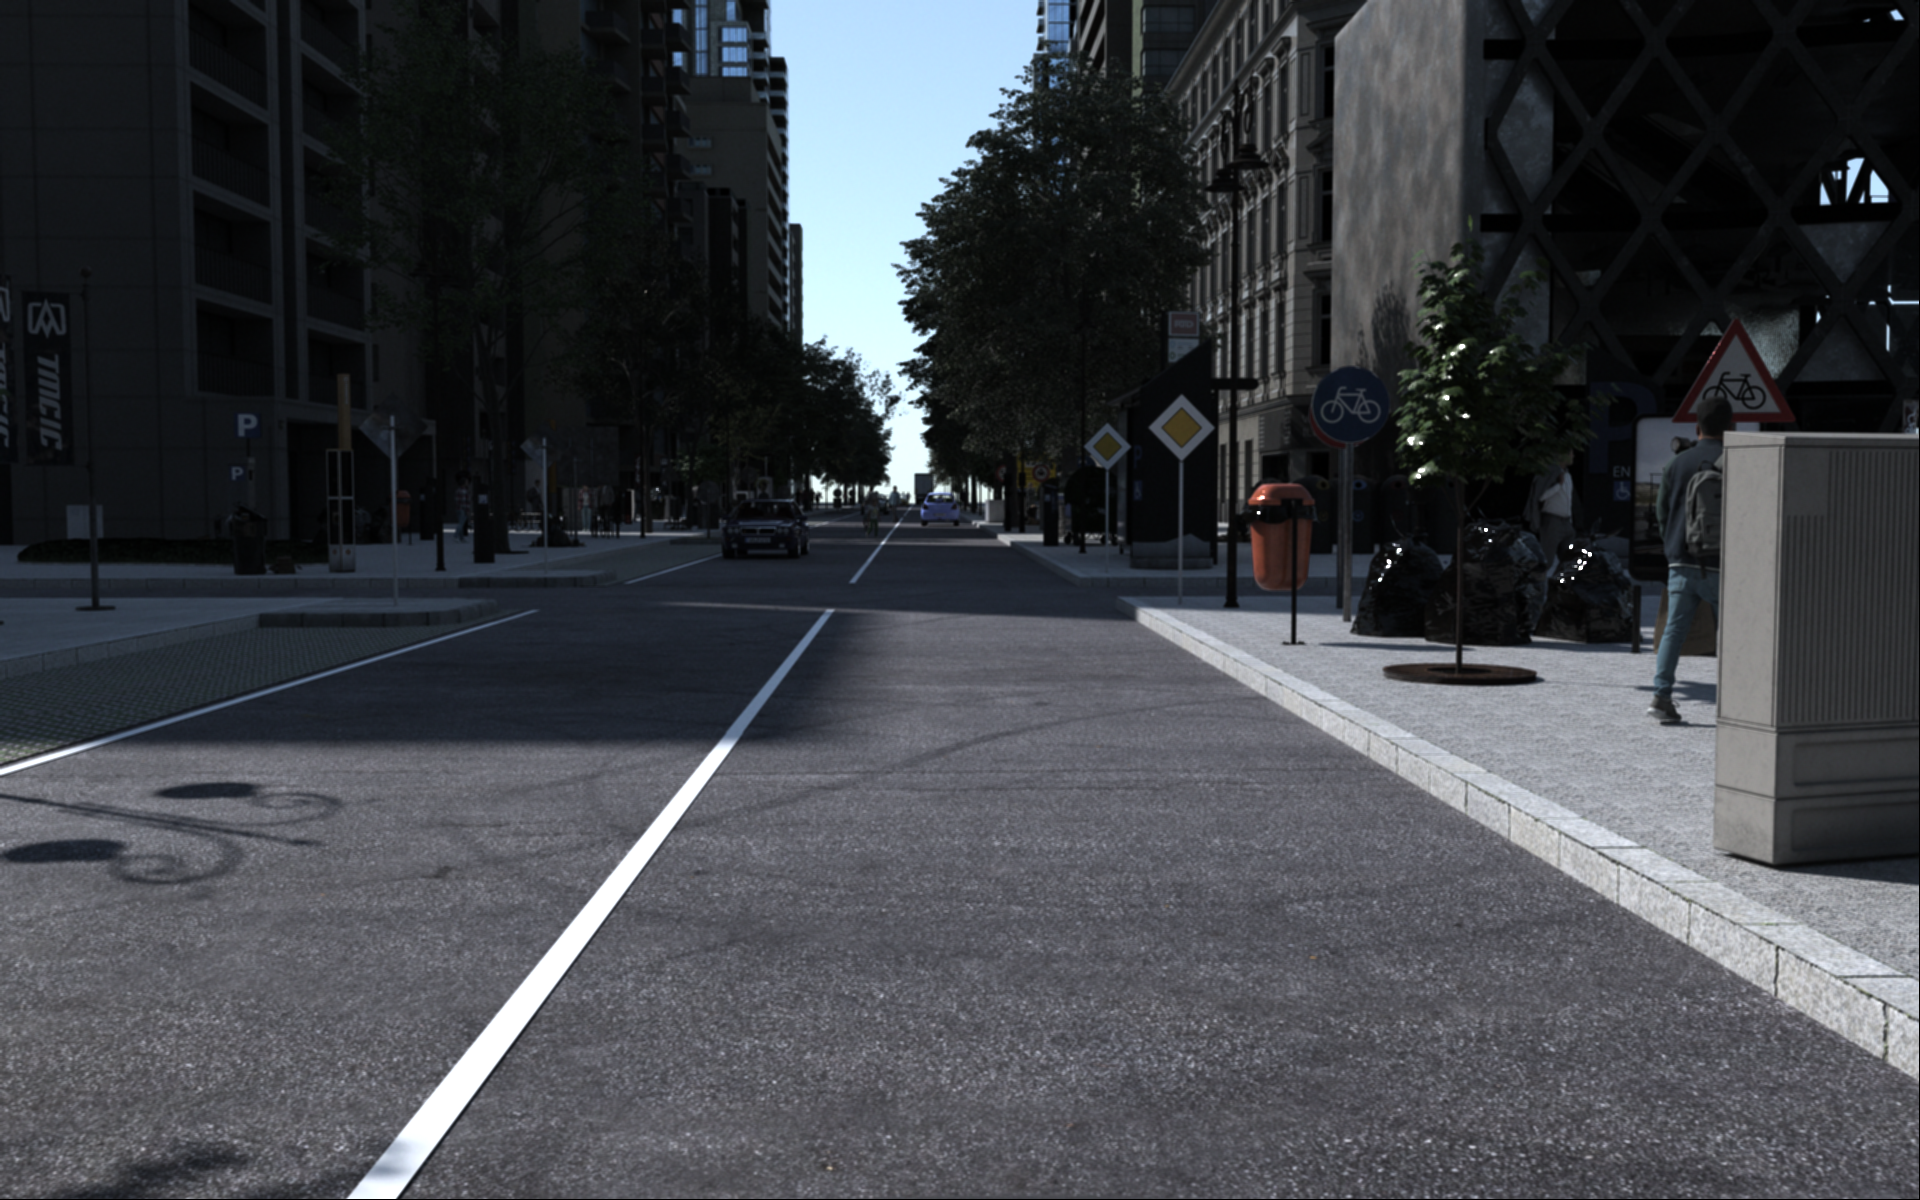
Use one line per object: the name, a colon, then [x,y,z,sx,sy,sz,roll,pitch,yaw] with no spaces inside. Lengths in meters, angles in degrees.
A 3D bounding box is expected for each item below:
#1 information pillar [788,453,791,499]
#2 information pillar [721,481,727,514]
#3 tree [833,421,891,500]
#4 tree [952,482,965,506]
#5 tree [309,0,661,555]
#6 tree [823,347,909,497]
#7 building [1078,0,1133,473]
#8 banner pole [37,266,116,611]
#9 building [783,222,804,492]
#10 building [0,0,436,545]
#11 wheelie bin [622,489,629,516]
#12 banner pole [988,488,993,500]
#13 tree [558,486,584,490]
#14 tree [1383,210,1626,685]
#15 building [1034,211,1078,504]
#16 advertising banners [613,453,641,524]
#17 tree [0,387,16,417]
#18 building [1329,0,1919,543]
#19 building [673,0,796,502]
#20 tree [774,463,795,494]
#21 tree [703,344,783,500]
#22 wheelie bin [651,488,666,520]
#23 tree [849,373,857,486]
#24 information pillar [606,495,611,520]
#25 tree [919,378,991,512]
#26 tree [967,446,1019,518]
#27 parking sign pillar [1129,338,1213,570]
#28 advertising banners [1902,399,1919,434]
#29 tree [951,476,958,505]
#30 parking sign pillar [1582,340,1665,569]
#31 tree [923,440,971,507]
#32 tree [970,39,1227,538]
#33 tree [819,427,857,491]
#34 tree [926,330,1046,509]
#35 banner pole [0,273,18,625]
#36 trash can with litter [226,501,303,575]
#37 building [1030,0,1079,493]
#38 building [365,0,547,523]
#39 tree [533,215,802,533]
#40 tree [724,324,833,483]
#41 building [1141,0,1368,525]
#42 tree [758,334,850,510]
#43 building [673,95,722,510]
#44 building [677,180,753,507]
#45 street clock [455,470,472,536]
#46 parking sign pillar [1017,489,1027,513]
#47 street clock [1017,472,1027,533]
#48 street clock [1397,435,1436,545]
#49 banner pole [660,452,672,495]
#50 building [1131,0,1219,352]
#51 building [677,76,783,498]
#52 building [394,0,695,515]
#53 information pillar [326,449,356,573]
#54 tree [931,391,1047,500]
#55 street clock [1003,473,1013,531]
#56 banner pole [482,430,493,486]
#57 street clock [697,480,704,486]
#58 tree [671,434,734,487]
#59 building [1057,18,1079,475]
information pillar: [-9.862,-6.652,100.118,0.183,3.616,0.504,1,4,9]
information pillar: [-13.363,-5.744,98.401,0.304,2.012,0.304,1,4,12]
tree: [-14.784,-21.070,261.505,9.611,12.733,9.660,0,3,0]
tree: [-0.025,-11.839,188.176,1.663,3.219,1.824,0,3,0]
tree: [-10.068,-6.804,37.007,9.928,11.665,9.643,0,3,0]
tree: [-12.830,-22.312,220.693,12.611,20.169,13.585,0,3,0]
building: [20.350,-30.901,128.936,21.300,48.544,21.600,0,4,-1]
banner pole: [-9.783,-1.771,18.976,0.863,3.779,0.401,-2,4,-33]
building: [-30.492,-34.915,254.459,14.154,41.232,14.086,0,4,-1]
building: [-27.539,-37.498,51.337,20.563,71.187,20.611,0,4,-1]
wheelie bin: [-19.391,-5.703,101.148,0.693,1.594,0.980,-1,4,-21]
banner pole: [1.827,-6.634,98.482,0.863,3.779,0.401,3,4,39]
tree: [-19.681,-5.727,88.232,1.663,3.219,1.824,0,3,0]
tree: [3.407,-1.058,11.906,1.663,3.219,1.824,0,3,0]
building: [23.604,-32.305,220.075,32.217,40.220,23.993,0,4,-1]
advertising banners: [-14.135,-4.739,73.665,2.074,3.025,0.090,3,5,43]
tree: [-9.145,-1.251,15.054,1.663,3.219,1.824,0,3,0]
building: [20.021,-10.875,45.264,16.811,18.784,16.820,0,4,-1]
building: [-32.826,-56.118,230.204,22.319,86.520,31.000,0,4,-1]
tree: [-11.207,-6.959,108.384,1.663,3.219,1.824,0,3,0]
tree: [-10.829,-8.165,83.868,4.737,8.622,4.395,0,3,0]
wheelie bin: [-14.844,-4.702,84.789,0.980,1.594,0.693,3,4,36]
tree: [2.105,-9.792,66.757,9.857,13.997,8.962,0,3,0]
information pillar: [-17.367,-4.939,85.239,0.304,2.012,0.304,-1,4,-20]
tree: [0.542,-12.507,122.620,7.486,12.596,7.792,0,3,0]
tree: [1.952,-6.809,95.048,4.285,4.588,4.351,0,3,0]
parking sign pillar: [3.658,-2.534,29.907,1.447,3.967,1.447,-1,4,-20]
advertising banners: [16.873,-2.173,31.718,2.074,3.025,0.090,-2,4,-24]
tree: [-0.579,-15.787,208.472,4.360,8.622,3.978,0,3,0]
parking sign pillar: [11.543,-2.547,30.108,1.447,3.967,1.447,1,4,18]
tree: [0.697,-15.301,167.180,9.611,12.733,9.660,0,3,0]
tree: [3.240,-8.788,50.344,9.857,13.997,8.962,0,3,0]
tree: [-12.416,-13.772,175.538,4.737,8.622,4.395,0,3,0]
tree: [1.967,-9.933,88.154,9.928,11.665,9.643,0,3,0]
banner pole: [-9.563,-1.655,17.084,0.401,3.779,0.863,0,4,8]
trash can with litter: [-11.157,-1.001,27.757,1.055,1.170,0.624,-2,4,-35]
building: [18.726,-57.085,246.005,22.319,86.520,31.000,0,4,-1]
building: [-27.283,-18.728,77.903,14.160,30.474,14.107,0,4,-1]
tree: [-10.113,-7.493,56.930,8.767,10.594,7.601,1,4,15]
tree: [-12.379,-12.094,115.868,7.486,12.596,7.792,0,3,0]
building: [19.495,-18.657,81.454,17.030,29.872,44.131,0,4,-1]
tree: [-12.236,-14.094,137.094,9.857,13.997,8.962,0,3,0]
building: [-36.420,-27.586,142.915,32.217,40.220,23.993,0,4,-1]
building: [-27.154,-23.898,162.438,14.160,30.474,14.107,0,4,-1]
street clock: [-15.131,-2.953,52.849,0.471,2.002,0.358,-1,4,-11]
parking sign pillar: [3.314,-6.872,100.832,1.447,3.967,1.447,1,4,19]
street clock: [2.065,-3.244,57.610,0.358,2.002,0.471,0,4,4]
street clock: [4.753,-0.815,17.890,0.471,2.002,0.358,-2,4,-27]
banner pole: [-17.256,-6.853,102.069,0.863,3.779,0.401,0,4,-7]
building: [17.710,-26.093,110.219,14.154,41.232,14.086,0,4,-1]
building: [-32.510,-35.560,205.113,21.300,48.544,21.600,0,4,-1]
building: [-30.041,-28.251,116.531,22.147,44.769,28.867,0,4,-1]
information pillar: [-10.127,-1.458,28.334,0.304,2.012,0.304,2,4,29]
tree: [2.280,-10.578,107.363,8.767,10.594,7.601,0,4,1]
street clock: [1.650,-3.365,59.582,0.358,2.002,0.471,-1,4,-9]
banner pole: [-18.250,-4.728,67.321,0.863,3.779,0.401,-2,4,-35]
street clock: [-13.205,-5.137,88.566,0.471,2.002,0.358,0,4,-3]
tree: [-13.864,-6.705,93.336,4.285,4.588,4.351,0,3,0]
building: [21.289,-32.741,154.928,23.786,49.044,30.456,0,4,-1]
